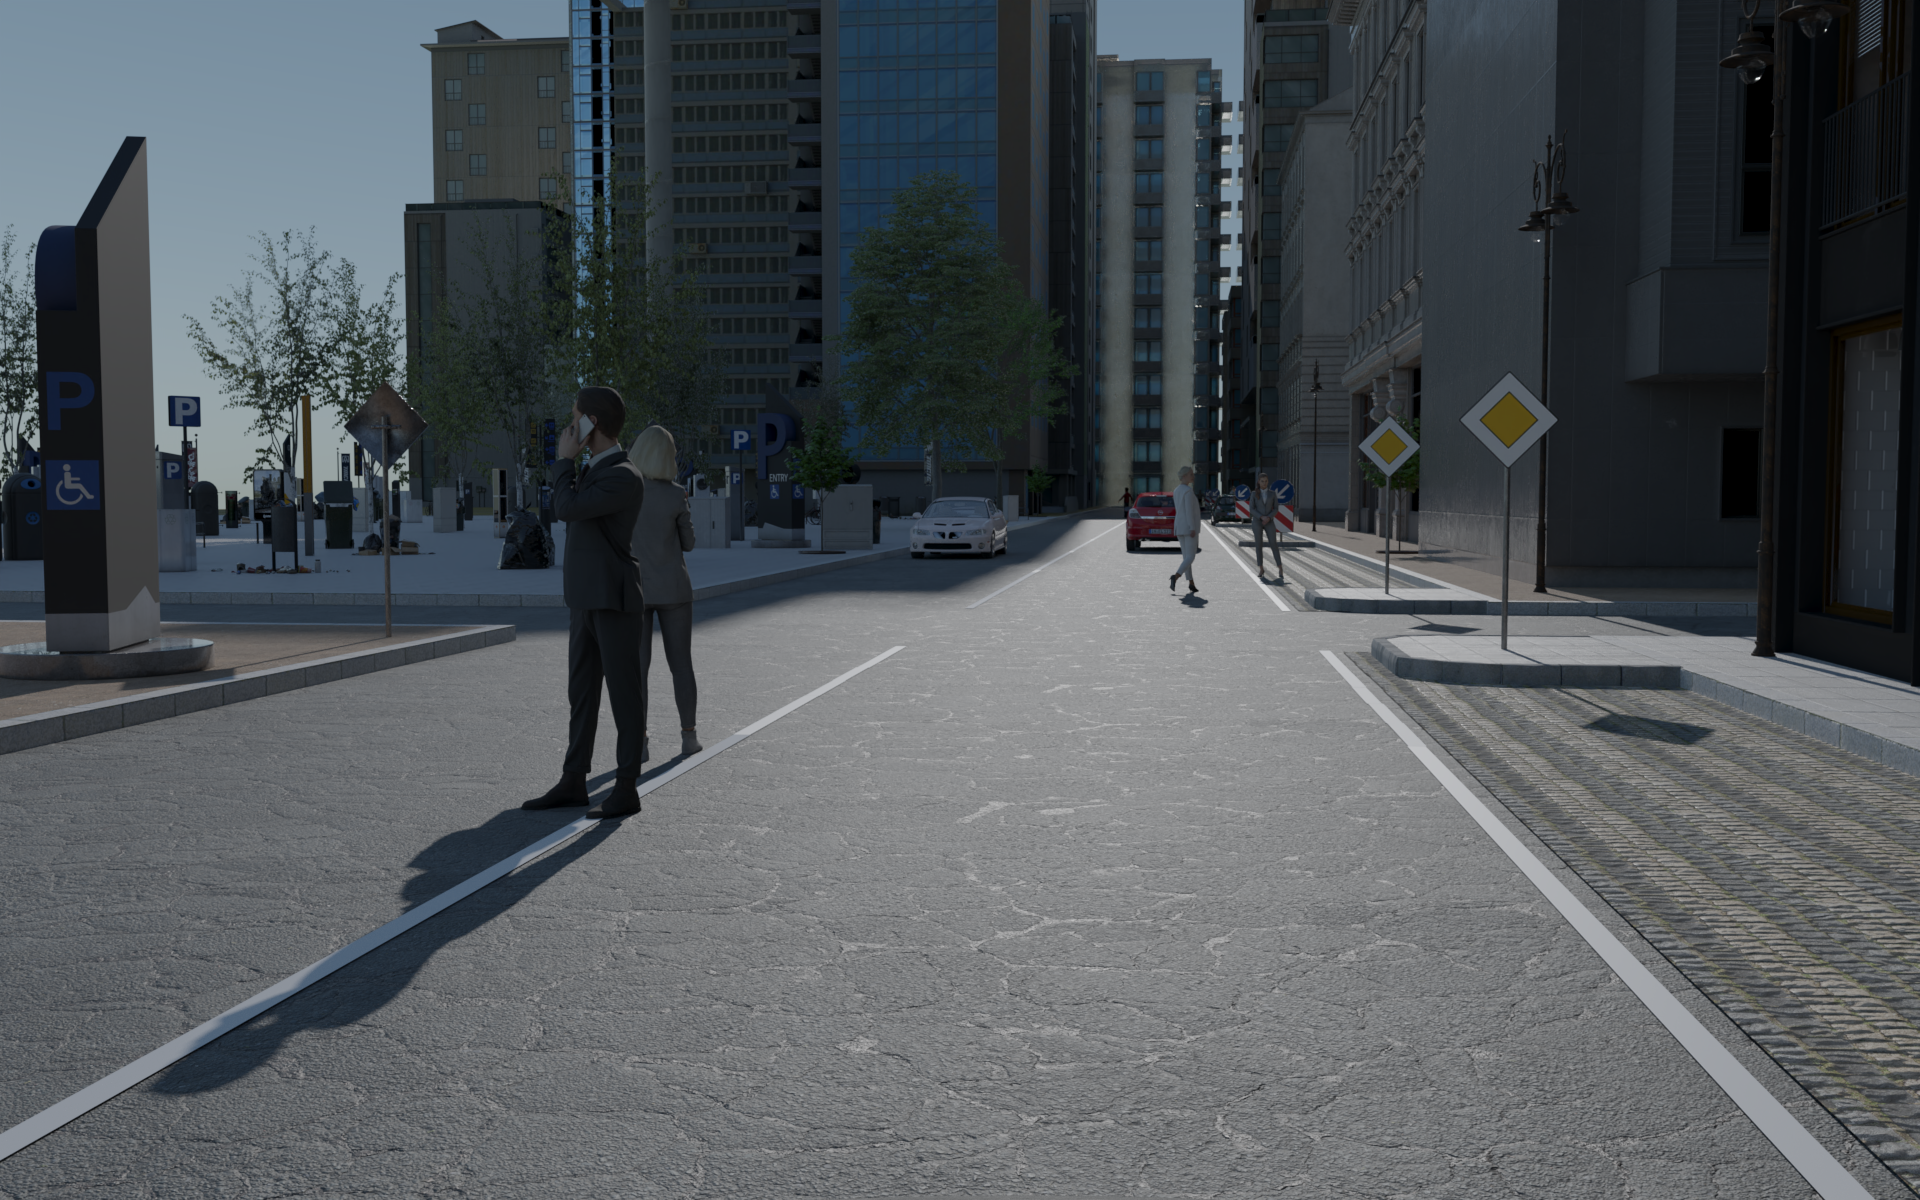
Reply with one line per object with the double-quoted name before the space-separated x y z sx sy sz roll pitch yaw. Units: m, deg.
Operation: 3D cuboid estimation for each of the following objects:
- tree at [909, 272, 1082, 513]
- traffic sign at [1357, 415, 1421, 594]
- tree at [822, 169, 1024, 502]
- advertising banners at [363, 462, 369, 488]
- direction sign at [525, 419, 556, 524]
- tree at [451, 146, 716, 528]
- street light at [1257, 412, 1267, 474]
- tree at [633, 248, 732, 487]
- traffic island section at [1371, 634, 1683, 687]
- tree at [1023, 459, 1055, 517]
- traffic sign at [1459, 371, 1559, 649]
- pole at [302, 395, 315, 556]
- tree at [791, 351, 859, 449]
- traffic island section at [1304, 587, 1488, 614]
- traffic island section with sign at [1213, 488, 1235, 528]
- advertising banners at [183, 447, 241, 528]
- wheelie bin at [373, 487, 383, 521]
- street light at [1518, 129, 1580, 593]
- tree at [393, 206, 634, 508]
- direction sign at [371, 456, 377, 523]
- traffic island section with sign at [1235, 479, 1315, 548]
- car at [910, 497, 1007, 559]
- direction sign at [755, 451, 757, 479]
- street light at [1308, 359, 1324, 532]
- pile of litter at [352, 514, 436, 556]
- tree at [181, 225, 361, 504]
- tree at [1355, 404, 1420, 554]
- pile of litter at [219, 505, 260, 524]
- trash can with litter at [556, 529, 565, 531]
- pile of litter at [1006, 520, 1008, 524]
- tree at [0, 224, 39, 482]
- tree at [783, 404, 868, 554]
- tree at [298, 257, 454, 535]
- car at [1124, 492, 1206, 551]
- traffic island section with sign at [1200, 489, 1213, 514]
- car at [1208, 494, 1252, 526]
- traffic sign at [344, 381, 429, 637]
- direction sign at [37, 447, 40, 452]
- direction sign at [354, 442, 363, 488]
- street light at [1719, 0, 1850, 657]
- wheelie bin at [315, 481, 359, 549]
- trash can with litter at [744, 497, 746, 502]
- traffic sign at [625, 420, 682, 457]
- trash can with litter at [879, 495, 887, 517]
"tree" 1.721 -9.571 82.246 9.928 11.665 9.643 0 3 0
"traffic sign" 5.481 -1.134 22.186 0.795 2.450 0.064 0 4 7
"tree" -1.178 -8.753 61.246 7.486 12.596 7.792 0 3 0
"advertising banners" -31.766 -5.990 94.120 2.074 3.025 0.090 2 4 35
"direction sign" -12.588 -3.673 52.048 0.876 3.537 0.379 0 4 -7
"tree" -7.624 -5.341 37.686 4.737 8.622 4.395 0 3 0
"street light" 16.688 -7.525 95.828 0.468 5.910 1.993 0 4 7
"tree" -8.564 -6.193 51.626 4.360 8.622 3.978 0 3 0
"traffic island section" 4.522 0.486 14.336 2.009 0.180 2.903 0 4 7
"tree" 4.255 -6.227 96.413 1.663 3.219 1.824 0 3 0
"traffic sign" 4.497 -0.649 14.261 0.795 2.450 0.064 0 4 7
"pole" -13.503 -2.570 35.869 0.158 3.312 0.155 0 3 0
"tree" -6.849 -8.398 87.673 4.360 8.622 3.978 0 3 0
"traffic island section" 5.506 0.001 22.260 2.009 0.180 2.903 0 4 7
"traffic island section with sign" 11.991 -4.019 74.340 1.989 1.847 2.006 0 4 7
"advertising banners" -28.009 -4.199 64.841 2.074 3.025 0.090 0 4 0
"wheelie bin" -27.913 -4.544 82.200 0.693 1.594 0.980 0 4 7
"street light" 7.583 -3.038 22.456 0.468 5.910 1.993 0 4 7
"tree" -11.374 -5.721 43.902 4.360 8.622 3.978 0 3 0
"direction sign" -25.903 -5.156 76.297 0.379 3.537 0.876 -1 4 -21
"traffic island section with sign" 8.606 -2.357 47.159 1.989 1.847 2.006 0 4 7
"car" 0.021 -1.693 40.036 2.083 1.381 4.827 0 4 7
"direction sign" -10.373 -5.984 89.842 0.379 3.537 0.876 -3 4 -36
"street light" 12.148 -5.287 59.229 0.468 5.910 1.993 0 4 7
"pile of litter" -11.962 -1.388 36.652 1.719 0.858 1.176 -1 4 -16
"tree" -18.354 -5.902 46.862 4.360 8.622 3.978 0 3 0
"tree" 9.527 -2.626 37.542 1.663 3.219 1.824 0 3 0
"pile of litter" -31.113 -3.713 74.671 1.719 0.858 1.176 -1 4 -17
"trash can with litter" -13.269 -2.988 59.903 1.678 1.210 2.233 0 4 -5
"pile of litter" 1.512 -3.671 73.993 1.176 0.858 1.719 0 4 8
"tree" -26.164 -5.988 48.260 4.360 8.622 3.978 0 3 0
"tree" -3.039 -2.616 37.366 1.663 3.219 1.824 0 3 0
"tree" -18.385 -6.320 53.689 4.737 8.622 4.395 0 3 0
"car" 5.313 -2.207 45.127 2.155 1.783 4.494 1 4 9
"traffic island section with sign" 18.056 -7.010 123.241 1.989 1.847 2.006 0 4 7
"car" 12.243 -4.184 78.199 2.009 1.686 4.222 0 4 6
"traffic sign" -5.121 -0.724 15.472 0.795 2.450 0.064 0 4 7
"direction sign" -44.240 -5.630 84.040 0.876 3.537 0.379 -2 4 -25
"direction sign" -26.112 -5.090 75.225 0.379 3.537 0.876 0 4 2
"street light" 6.367 -2.493 13.548 0.468 5.910 1.993 0 4 7
"wheelie bin" -14.643 -2.006 40.712 0.980 1.594 0.693 -2 4 -23
"trash can with litter" -11.347 -4.624 86.653 2.233 1.210 1.678 -3 5 -41
"traffic sign" -4.137 -1.208 23.396 0.795 2.450 0.064 0 4 7
"trash can with litter" -4.671 -5.280 97.388 2.233 1.210 1.678 0 4 0
